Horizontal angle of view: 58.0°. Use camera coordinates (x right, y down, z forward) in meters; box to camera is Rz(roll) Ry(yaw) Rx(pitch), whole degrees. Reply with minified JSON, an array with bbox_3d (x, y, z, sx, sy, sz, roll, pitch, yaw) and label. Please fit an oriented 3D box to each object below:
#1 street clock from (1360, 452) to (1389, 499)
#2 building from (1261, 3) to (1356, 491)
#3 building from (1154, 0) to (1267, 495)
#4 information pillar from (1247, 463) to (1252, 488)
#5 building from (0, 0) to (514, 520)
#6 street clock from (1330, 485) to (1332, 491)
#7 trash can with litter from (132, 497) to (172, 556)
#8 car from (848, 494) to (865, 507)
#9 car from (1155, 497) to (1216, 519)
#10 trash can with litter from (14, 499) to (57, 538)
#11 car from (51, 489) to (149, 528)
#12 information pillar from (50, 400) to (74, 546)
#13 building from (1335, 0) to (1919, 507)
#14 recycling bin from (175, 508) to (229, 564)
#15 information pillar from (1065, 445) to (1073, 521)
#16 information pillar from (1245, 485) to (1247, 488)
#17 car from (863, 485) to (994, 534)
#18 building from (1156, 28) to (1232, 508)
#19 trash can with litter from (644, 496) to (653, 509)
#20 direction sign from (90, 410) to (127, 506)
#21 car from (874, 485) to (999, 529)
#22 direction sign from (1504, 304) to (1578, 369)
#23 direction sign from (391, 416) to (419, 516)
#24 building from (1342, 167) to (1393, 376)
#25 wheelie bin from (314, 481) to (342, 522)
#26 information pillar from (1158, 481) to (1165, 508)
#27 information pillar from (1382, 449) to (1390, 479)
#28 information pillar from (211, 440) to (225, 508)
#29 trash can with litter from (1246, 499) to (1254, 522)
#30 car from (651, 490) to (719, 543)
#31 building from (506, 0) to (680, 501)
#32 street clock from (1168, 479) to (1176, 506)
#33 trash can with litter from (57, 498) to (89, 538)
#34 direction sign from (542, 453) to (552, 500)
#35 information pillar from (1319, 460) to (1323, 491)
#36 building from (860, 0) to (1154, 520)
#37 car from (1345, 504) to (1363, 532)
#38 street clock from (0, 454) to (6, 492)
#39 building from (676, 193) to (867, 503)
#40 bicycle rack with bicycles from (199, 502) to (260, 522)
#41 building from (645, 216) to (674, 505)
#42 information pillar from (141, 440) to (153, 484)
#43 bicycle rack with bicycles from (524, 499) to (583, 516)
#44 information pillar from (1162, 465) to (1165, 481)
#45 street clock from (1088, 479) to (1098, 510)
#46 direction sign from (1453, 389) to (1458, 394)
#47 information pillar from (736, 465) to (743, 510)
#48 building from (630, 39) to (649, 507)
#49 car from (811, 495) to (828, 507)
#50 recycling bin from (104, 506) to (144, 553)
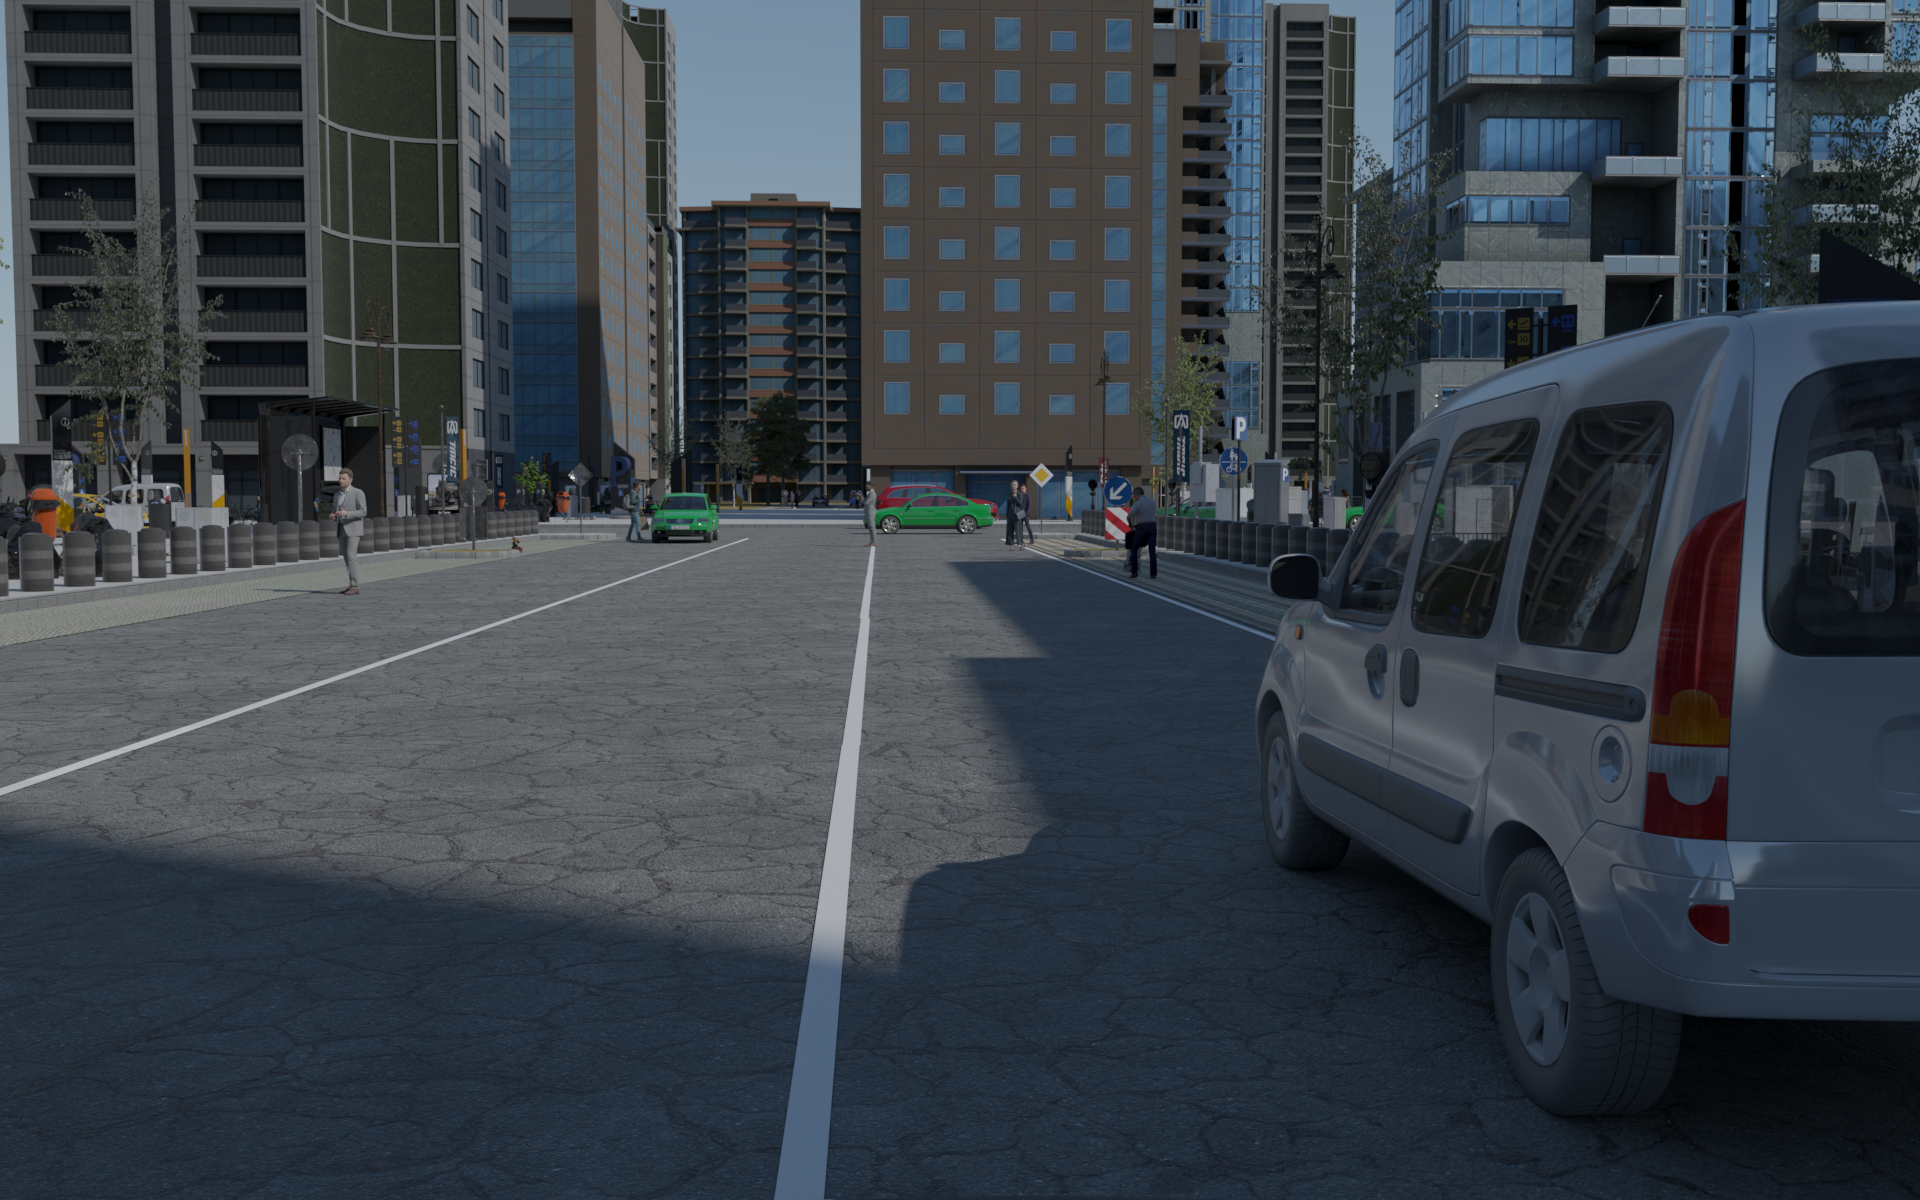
[{"bbox_3d":[7.135,-1.548,29.875,0.358,2.002,0.471,-2,4,-35],"label":"street clock"},{"bbox_3d":[47.566,-50.035,256.317,20.611,71.187,20.563,0,4,-3],"label":"building"},{"bbox_3d":[20.893,-53.500,187.403,22.319,86.520,31.000,0,4,-3],"label":"building"},{"bbox_3d":[22.191,-8.646,132.710,0.183,3.616,0.504,-2,4,-27],"label":"information pillar"},{"bbox_3d":[-36.738,-40.008,92.386,20.611,71.187,20.563,0,4,-3],"label":"building"},{"bbox_3d":[31.038,-8.568,144.659,0.358,2.002,0.471,0,4,2],"label":"street clock"},{"bbox_3d":[-16.450,-1.538,36.202,2.233,1.210,1.678,1,4,14],"label":"trash can with litter"},{"bbox_3d":[-11.795,-11.531,198.127,1.945,1.707,3.694,0,4,-4],"label":"car"},{"bbox_3d":[8.744,-3.096,62.422,4.920,1.459,2.131,0,4,-5],"label":"car"},{"bbox_3d":[-23.595,-2.000,44.081,0.624,1.170,1.055,-1,4,-10],"label":"trash can with litter"},{"bbox_3d":[-31.287,-3.189,62.357,3.980,1.641,2.015,0,4,-3],"label":"car"},{"bbox_3d":[-22.303,-3.162,43.058,0.183,3.616,0.504,3,4,37],"label":"information pillar"},{"bbox_3d":[37.601,-47.828,94.656,31.000,86.520,22.319,0,4,-3],"label":"building"},{"bbox_3d":[-14.072,-1.200,32.181,0.722,1.027,0.722,0,4,-1],"label":"recycling bin"},{"bbox_3d":[5.159,-5.550,82.095,0.183,3.616,0.504,3,4,38],"label":"information pillar"},{"bbox_3d":[23.762,-8.470,142.968,0.304,2.012,0.304,-2,4,-24],"label":"information pillar"},{"bbox_3d":[-1.142,-3.271,62.283,4.718,1.807,1.959,0,4,-3],"label":"car"},{"bbox_3d":[17.278,-31.483,164.862,14.600,45.320,14.200,0,4,-3],"label":"building"},{"bbox_3d":[-20.956,-6.392,115.888,0.624,1.170,1.055,-2,4,-31],"label":"trash can with litter"},{"bbox_3d":[-22.952,-3.350,46.764,0.876,3.537,0.379,-1,4,-10],"label":"direction sign"},{"bbox_3d":[-1.059,-3.826,71.229,5.304,1.827,2.281,0,4,-3],"label":"car"},{"bbox_3d":[7.018,-1.775,21.026,0.876,3.537,0.379,3,5,39],"label":"direction sign"},{"bbox_3d":[-16.254,-3.596,50.800,0.379,3.537,0.876,3,5,40],"label":"direction sign"},{"bbox_3d":[56.653,-30.518,190.845,23.993,40.220,32.217,0,4,-3],"label":"building"},{"bbox_3d":[-14.583,-1.988,40.413,0.980,1.594,0.693,-1,4,-9],"label":"wheelie bin"},{"bbox_3d":[11.045,-5.520,94.747,0.304,2.012,0.304,-2,4,-23],"label":"information pillar"},{"bbox_3d":[22.168,-6.047,90.229,0.183,3.616,0.504,-2,4,-28],"label":"information pillar"},{"bbox_3d":[-32.234,-5.128,75.198,0.504,3.616,0.183,-1,4,-18],"label":"information pillar"},{"bbox_3d":[7.558,-1.981,43.778,0.624,1.170,1.055,0,4,6],"label":"trash can with litter"},{"bbox_3d":[-8.250,-2.648,52.091,1.959,1.807,4.718,0,4,-5],"label":"car"},{"bbox_3d":[-52.541,-49.783,252.210,20.611,71.187,20.563,0,4,-3],"label":"building"},{"bbox_3d":[10.411,-4.923,85.065,0.358,2.002,0.471,2,4,31],"label":"street clock"},{"bbox_3d":[-26.220,-2.423,51.010,0.624,1.170,1.055,0,4,4],"label":"trash can with litter"},{"bbox_3d":[-22.719,-6.317,95.283,0.876,3.537,0.379,3,5,43],"label":"direction sign"},{"bbox_3d":[24.912,-7.867,119.974,0.183,3.616,0.504,-2,4,-32],"label":"information pillar"},{"bbox_3d":[1.971,-26.940,90.575,14.200,45.320,14.600,0,4,-3],"label":"building"},{"bbox_3d":[15.587,-3.303,62.799,4.718,1.807,1.959,0,4,-2],"label":"car"},{"bbox_3d":[-16.363,-1.508,29.223,0.471,2.002,0.358,0,4,4],"label":"street clock"},{"bbox_3d":[-27.857,-36.705,254.758,28.867,44.769,22.147,0,4,-3],"label":"building"},{"bbox_3d":[-34.204,-4.151,81.252,2.925,0.926,2.852,0,4,3],"label":"bicycle rack with bicycles"},{"bbox_3d":[-37.791,-24.880,178.490,14.160,30.474,14.107,0,4,-3],"label":"building"},{"bbox_3d":[-35.114,-5.107,74.846,0.504,3.616,0.183,1,4,10],"label":"information pillar"},{"bbox_3d":[-23.806,-5.369,101.165,2.925,0.926,2.852,3,5,41],"label":"bicycle rack with bicycles"},{"bbox_3d":[14.886,-8.218,125.717,0.504,3.616,0.183,-3,5,-42],"label":"information pillar"},{"bbox_3d":[6.484,-4.890,84.519,0.471,2.002,0.358,1,4,12],"label":"street clock"},{"bbox_3d":[10.843,-2.808,37.908,0.379,3.537,0.876,1,4,23],"label":"direction sign"},{"bbox_3d":[-17.647,-9.005,138.582,0.504,3.616,0.183,0,4,8],"label":"information pillar"},{"bbox_3d":[-37.518,-31.425,163.907,14.600,45.320,14.200,0,4,-3],"label":"building"},{"bbox_3d":[-16.188,-11.463,200.005,1.945,1.354,3.894,0,4,-3],"label":"car"},{"bbox_3d":[-18.193,-1.538,37.706,0.722,1.027,0.722,-1,4,-22],"label":"recycling bin"}]
